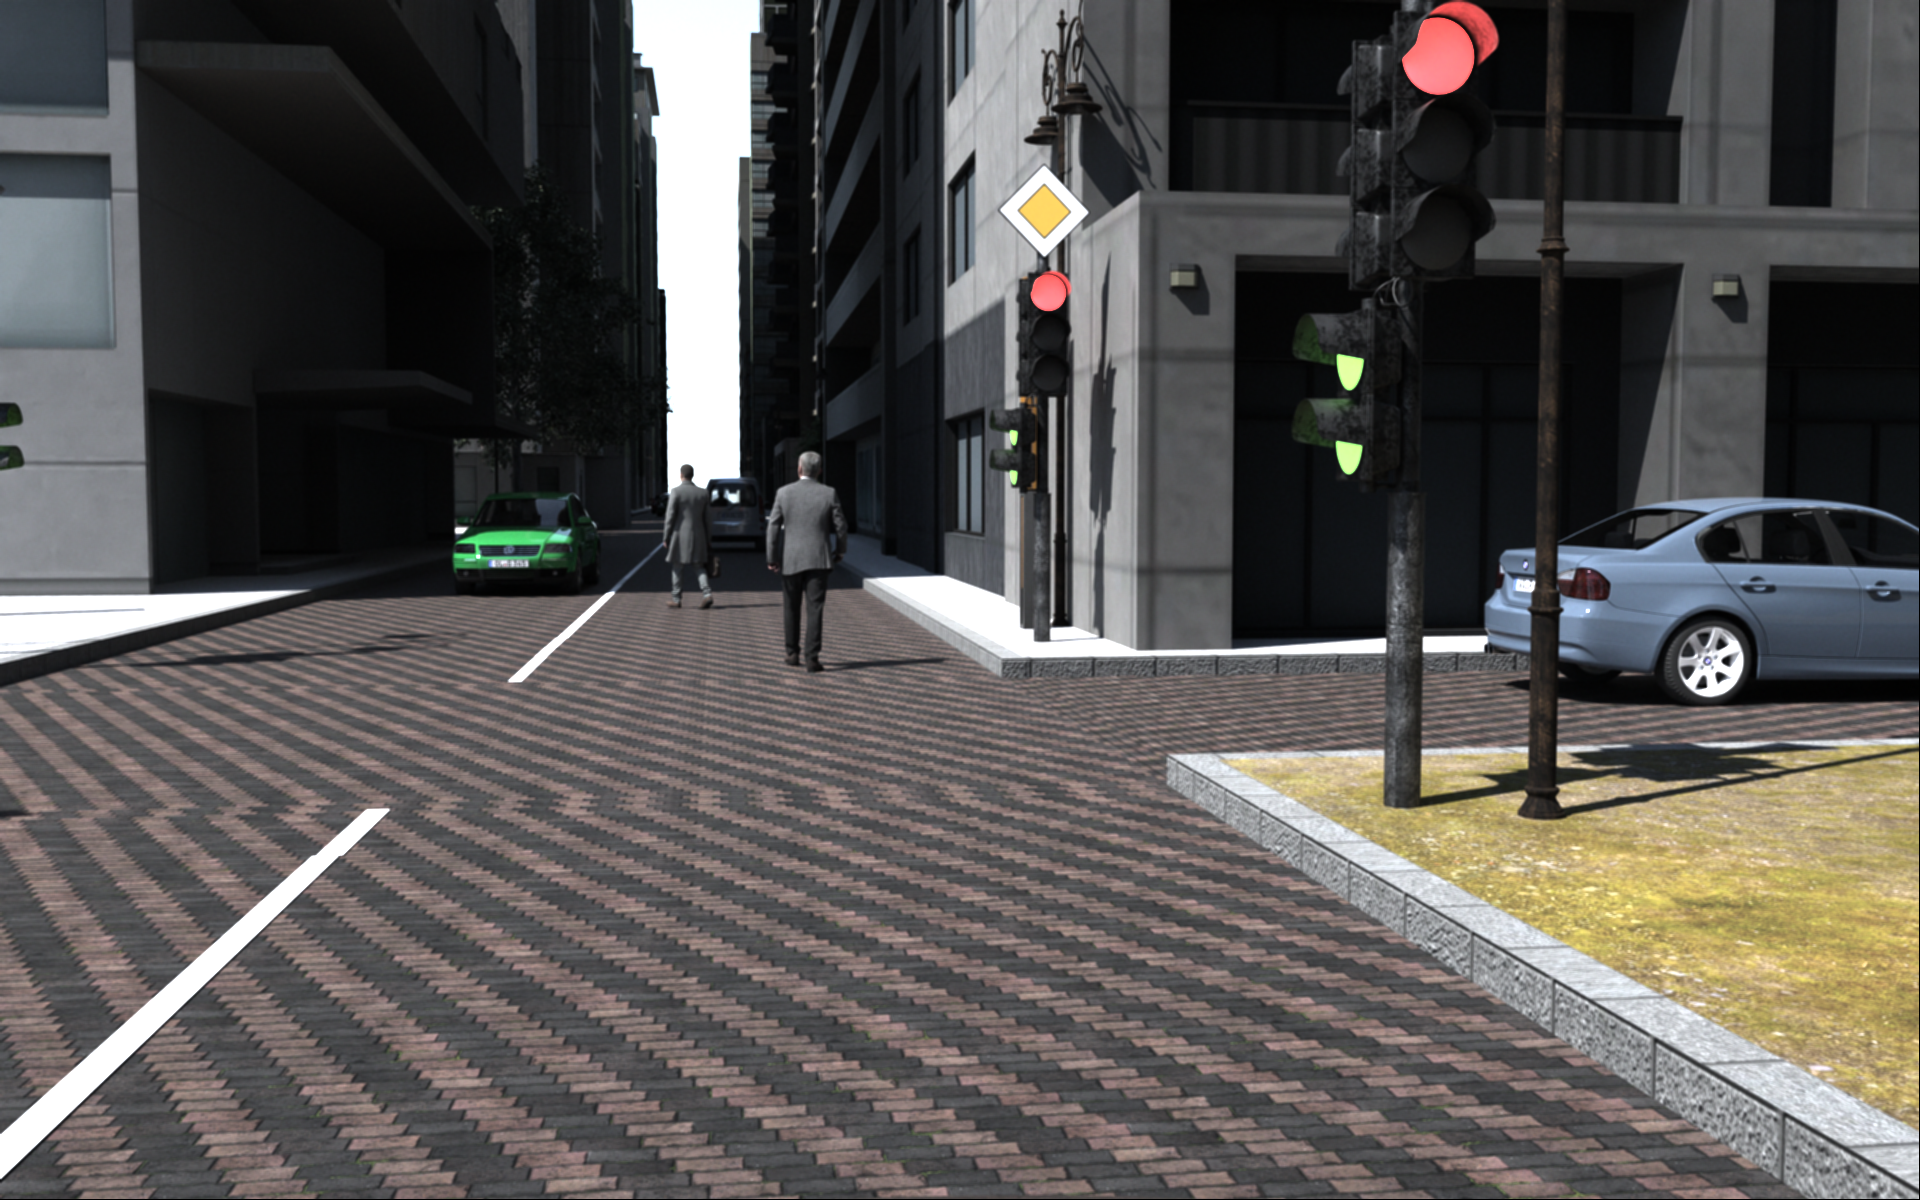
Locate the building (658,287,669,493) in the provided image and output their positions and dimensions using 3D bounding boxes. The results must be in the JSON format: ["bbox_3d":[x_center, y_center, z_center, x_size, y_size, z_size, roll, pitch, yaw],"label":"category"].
[{"bbox_3d":[-46.693,-28.227,233.208,14.160,30.474,14.107,0,4,-8],"label":"building"}]

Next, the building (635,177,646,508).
[{"bbox_3d":[-34.868,-23.156,150.304,14.160,30.474,14.107,0,4,-8],"label":"building"}]

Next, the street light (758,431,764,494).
[{"bbox_3d":[-14.654,-9.456,127.394,0.468,5.910,1.993,0,4,-8],"label":"street light"}]

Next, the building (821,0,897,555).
[{"bbox_3d":[7.528,-25.862,46.548,21.300,48.544,21.600,0,4,-8],"label":"building"}]

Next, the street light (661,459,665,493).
[{"bbox_3d":[-35.743,-14.428,208.690,0.468,5.910,1.993,0,4,-8],"label":"street light"}]

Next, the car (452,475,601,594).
[{"bbox_3d":[-6.496,-1.064,26.196,1.959,1.807,4.718,0,4,-6],"label":"car"}]

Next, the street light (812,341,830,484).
[{"bbox_3d":[-4.207,-4.879,52.558,0.468,5.910,1.993,0,4,-8],"label":"street light"}]

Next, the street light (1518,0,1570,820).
[{"bbox_3d":[2.317,-2.076,6.725,0.468,5.910,1.993,0,4,-8],"label":"street light"}]

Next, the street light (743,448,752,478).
[{"bbox_3d":[-21.387,-12.384,175.262,0.468,5.910,1.993,0,4,-8],"label":"street light"}]

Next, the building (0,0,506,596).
[{"bbox_3d":[-22.954,-27.016,30.950,28.713,52.752,27.495,0,4,-8],"label":"building"}]

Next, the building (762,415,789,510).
[{"bbox_3d":[-4.125,-50.313,135.285,22.319,86.520,31.000,0,4,-8],"label":"building"}]

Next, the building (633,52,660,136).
[{"bbox_3d":[-51.085,-37.986,210.308,28.713,52.752,27.495,0,4,-8],"label":"building"}]

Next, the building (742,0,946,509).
[{"bbox_3d":[-13.355,-45.821,187.419,20.563,71.187,20.611,0,4,-8],"label":"building"}]

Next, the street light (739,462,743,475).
[{"bbox_3d":[-26.434,-14.578,211.141,0.468,5.910,1.993,0,4,-8],"label":"street light"}]

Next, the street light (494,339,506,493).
[{"bbox_3d":[-13.483,-4.742,50.321,0.468,5.910,1.993,0,4,-8],"label":"street light"}]

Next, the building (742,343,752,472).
[{"bbox_3d":[-12.773,-22.564,213.966,27.650,21.520,28.899,0,4,-8],"label":"building"}]

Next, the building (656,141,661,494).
[{"bbox_3d":[-40.559,-31.045,191.177,14.154,41.232,14.086,0,4,-8],"label":"building"}]

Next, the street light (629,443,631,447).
[{"bbox_3d":[-24.234,-9.396,126.412,0.468,5.910,1.993,0,4,-8],"label":"street light"}]

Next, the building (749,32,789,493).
[{"bbox_3d":[-12.067,-29.033,158.277,14.154,41.232,14.086,0,4,-8],"label":"building"}]

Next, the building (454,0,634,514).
[{"bbox_3d":[-32.744,-27.634,135.405,14.154,41.232,14.086,0,4,-8],"label":"building"}]

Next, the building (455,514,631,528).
[{"bbox_3d":[-21.060,-23.657,70.380,14.154,41.232,14.086,0,4,-8],"label":"building"}]

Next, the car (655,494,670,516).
[{"bbox_3d":[-18.687,-6.154,112.412,2.131,1.459,4.920,0,4,-7],"label":"car"}]

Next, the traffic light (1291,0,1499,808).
[{"bbox_3d":[1.802,-1.107,7.020,0.839,4.253,0.868,0,4,-8],"label":"traffic light"}]

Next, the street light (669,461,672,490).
[{"bbox_3d":[-40.910,-16.642,244.888,0.468,5.910,1.993,0,4,-8],"label":"street light"}]

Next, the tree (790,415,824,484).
[{"bbox_3d":[-4.337,-4.749,61.357,4.285,4.588,4.351,0,3,0],"label":"tree"}]

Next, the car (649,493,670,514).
[{"bbox_3d":[-21.885,-7.292,128.265,2.155,1.783,4.494,0,4,-7],"label":"car"}]

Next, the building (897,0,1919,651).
[{"bbox_3d":[10.233,-35.795,23.499,20.611,71.187,20.563,0,4,-8],"label":"building"}]

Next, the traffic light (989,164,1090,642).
[{"bbox_3d":[0.693,-1.591,14.928,0.839,4.253,0.868,0,4,-8],"label":"traffic light"}]

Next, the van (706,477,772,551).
[{"bbox_3d":[-5.857,-2.304,44.676,2.013,2.044,4.112,0,4,-8],"label":"van"}]

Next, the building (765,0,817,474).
[{"bbox_3d":[-0.665,-27.641,106.561,22.147,44.769,28.867,0,4,-8],"label":"building"}]

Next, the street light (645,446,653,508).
[{"bbox_3d":[-29.286,-11.593,162.328,0.468,5.910,1.993,0,4,-8],"label":"street light"}]

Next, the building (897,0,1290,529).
[{"bbox_3d":[1.892,-39.205,79.248,20.563,71.187,20.611,0,4,-8],"label":"building"}]

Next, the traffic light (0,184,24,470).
[{"bbox_3d":[-7.932,-1.516,13.706,0.839,4.253,0.868,0,4,-8],"label":"traffic light"}]

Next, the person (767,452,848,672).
[{"bbox_3d":[-1.263,-0.328,14.260,0.661,1.777,0.834,-1,4,-9],"label":"person"}]

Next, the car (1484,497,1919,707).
[{"bbox_3d":[6.163,-0.039,12.640,4.499,1.417,2.014,-1,4,-8],"label":"car"}]

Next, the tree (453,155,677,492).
[{"bbox_3d":[-14.818,-8.617,57.901,9.611,12.733,9.660,0,3,0],"label":"tree"}]

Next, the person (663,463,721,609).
[{"bbox_3d":[-3.391,-0.798,21.648,0.694,1.812,0.767,-3,4,-37],"label":"person"}]

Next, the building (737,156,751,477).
[{"bbox_3d":[-19.573,-37.553,237.700,21.300,48.544,21.600,0,4,-8],"label":"building"}]

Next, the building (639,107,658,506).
[{"bbox_3d":[-38.757,-30.185,177.115,14.154,41.232,14.086,0,4,-8],"label":"building"}]

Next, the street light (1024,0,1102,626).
[{"bbox_3d":[0.973,-2.686,16.697,0.468,5.910,1.993,0,4,-8],"label":"street light"}]

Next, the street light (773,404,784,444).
[{"bbox_3d":[-9.521,-7.251,91.337,0.468,5.910,1.993,0,4,-8],"label":"street light"}]

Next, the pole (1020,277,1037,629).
[{"bbox_3d":[0.663,-1.381,16.420,0.158,3.312,0.155,0,3,0],"label":"pole"}]
